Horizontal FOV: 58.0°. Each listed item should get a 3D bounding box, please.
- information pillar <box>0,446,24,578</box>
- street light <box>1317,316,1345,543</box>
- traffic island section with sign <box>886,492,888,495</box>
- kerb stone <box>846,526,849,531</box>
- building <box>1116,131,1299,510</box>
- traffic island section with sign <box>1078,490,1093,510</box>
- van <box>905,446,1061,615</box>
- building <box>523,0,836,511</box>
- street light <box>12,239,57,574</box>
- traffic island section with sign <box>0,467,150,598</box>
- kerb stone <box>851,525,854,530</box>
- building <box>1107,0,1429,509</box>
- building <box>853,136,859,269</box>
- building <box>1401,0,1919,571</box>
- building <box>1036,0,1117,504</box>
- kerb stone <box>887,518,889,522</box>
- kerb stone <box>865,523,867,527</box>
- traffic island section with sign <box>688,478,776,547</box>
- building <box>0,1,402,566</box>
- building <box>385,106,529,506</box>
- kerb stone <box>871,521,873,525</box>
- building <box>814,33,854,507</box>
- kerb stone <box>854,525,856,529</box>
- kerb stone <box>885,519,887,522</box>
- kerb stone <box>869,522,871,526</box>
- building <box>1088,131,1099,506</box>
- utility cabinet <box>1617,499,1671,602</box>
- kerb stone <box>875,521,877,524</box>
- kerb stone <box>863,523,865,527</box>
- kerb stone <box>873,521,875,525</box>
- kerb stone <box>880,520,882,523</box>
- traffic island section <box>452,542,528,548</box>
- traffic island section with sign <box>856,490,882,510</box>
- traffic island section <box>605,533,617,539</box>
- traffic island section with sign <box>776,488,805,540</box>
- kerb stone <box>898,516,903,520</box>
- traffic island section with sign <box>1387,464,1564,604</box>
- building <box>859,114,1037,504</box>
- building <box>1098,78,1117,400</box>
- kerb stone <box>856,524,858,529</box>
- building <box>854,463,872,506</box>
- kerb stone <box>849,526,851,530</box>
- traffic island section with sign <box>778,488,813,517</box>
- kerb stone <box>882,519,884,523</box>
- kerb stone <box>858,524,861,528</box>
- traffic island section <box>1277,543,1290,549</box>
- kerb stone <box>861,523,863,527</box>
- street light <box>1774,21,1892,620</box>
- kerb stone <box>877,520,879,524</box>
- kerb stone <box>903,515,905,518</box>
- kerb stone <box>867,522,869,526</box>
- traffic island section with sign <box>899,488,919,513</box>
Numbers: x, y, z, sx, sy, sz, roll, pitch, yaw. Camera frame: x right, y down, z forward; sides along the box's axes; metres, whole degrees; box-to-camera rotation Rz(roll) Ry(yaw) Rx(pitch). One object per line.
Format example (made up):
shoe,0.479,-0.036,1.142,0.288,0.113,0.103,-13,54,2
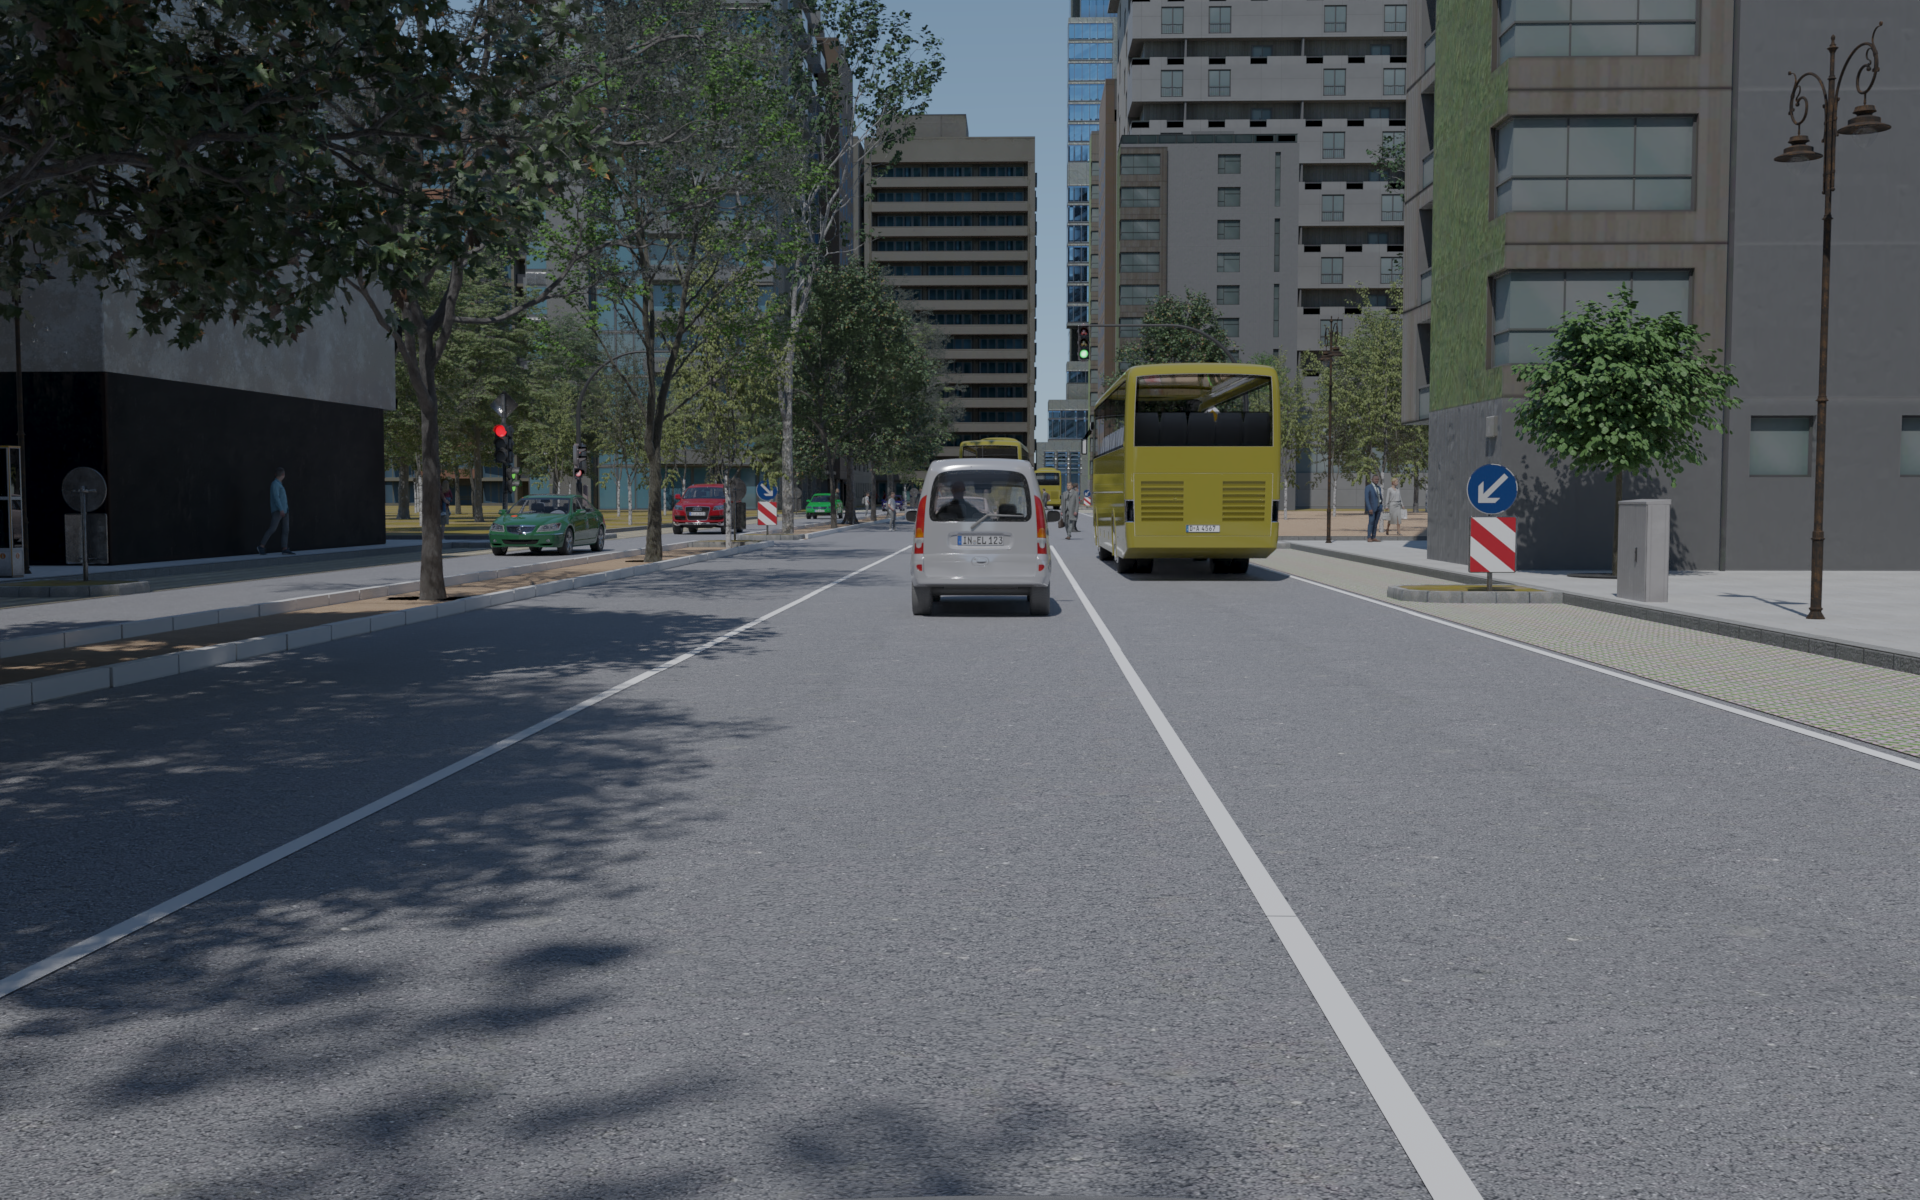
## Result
information pillar,-14.575,-1.346,26.497,0.304,2.012,0.304,0,4,5
street light,9.633,-4.422,45.091,0.468,5.910,1.993,0,4,2
traffic island section with sign,-7.483,-10.713,183.791,1.989,1.847,2.006,0,4,2
kerb stone,-4.518,-2.749,67.158,0.120,0.150,1.000,0,4,2
building,19.722,-22.652,142.057,14.160,30.474,14.107,0,4,2
traffic island section with sign,11.320,-9.022,156.132,1.989,1.847,2.006,0,4,2
van,0.283,-0.907,21.834,2.013,2.044,4.112,0,4,1
building,-23.271,-32.188,145.884,23.786,49.044,30.456,0,4,2
street light,-15.015,-3.355,27.648,0.468,5.910,1.993,0,4,2
traffic island section with sign,-12.809,-0.987,24.770,1.989,1.847,2.006,0,4,2
kerb stone,-4.458,-2.875,69.201,0.120,0.150,1.000,0,4,2
building,28.746,-35.022,161.850,28.713,52.752,27.495,0,4,2
building,-22.622,-36.721,224.083,21.600,48.544,21.300,0,4,2
building,16.290,-21.456,34.409,14.154,41.232,14.086,0,4,2
building,25.361,-55.648,222.509,31.000,86.520,22.319,0,4,2
kerb stone,-3.841,-4.003,87.644,0.120,0.150,1.000,0,4,2
kerb stone,-4.251,-3.250,75.350,0.120,0.150,1.000,0,4,2
traffic island section with sign,-6.236,-2.386,47.155,2.006,1.907,1.989,0,4,2
building,-23.228,-10.489,38.940,16.811,18.784,16.820,0,4,2
building,-54.422,-33.145,196.550,28.867,44.769,22.147,0,4,2
kerb stone,-4.147,-3.439,78.424,0.120,0.150,1.000,0,4,2
building,-17.872,-31.682,168.117,14.600,45.320,14.200,0,4,2
kerb stone,-4.422,-2.933,70.223,0.120,0.150,1.000,0,4,2
kerb stone,-3.869,-3.937,86.622,0.120,0.150,1.000,0,4,2
kerb stone,-4.184,-3.376,77.400,0.120,0.150,1.000,0,4,2
building,21.651,-31.449,197.784,14.154,41.232,14.086,0,4,2
utility cabinet,8.266,-0.601,20.982,0.306,1.237,1.020,0,4,3
kerb stone,-4.077,-3.565,80.477,0.120,0.150,1.000,0,4,2
kerb stone,-4.280,-3.188,74.321,0.120,0.150,1.000,0,4,2
kerb stone,-4.109,-3.502,79.453,0.120,0.150,1.000,0,4,2
kerb stone,-3.978,-3.750,83.555,0.120,0.150,1.000,0,4,2
traffic island section,-12.383,-1.520,47.126,2.009,0.180,2.903,0,4,2
traffic island section with sign,-8.387,-9.063,156.807,1.989,1.847,2.006,0,4,2
traffic island section,-12.116,-2.008,55.106,2.009,0.180,2.903,0,4,2
traffic island section with sign,-5.979,-2.839,54.558,2.006,1.907,1.989,0,4,2
kerb stone,-3.465,-4.691,98.899,0.120,0.150,1.000,0,4,2
traffic island section with sign,6.887,-0.907,23.459,1.989,1.847,2.006,0,4,2
building,-0.935,-36.729,224.225,21.600,48.544,21.300,0,4,2
building,21.894,-32.625,183.527,14.600,45.320,14.200,0,4,2
kerb stone,-4.389,-3.000,71.248,0.120,0.150,1.000,0,4,2
building,-25.365,-21.266,192.739,28.899,21.520,27.650,0,4,2
kerb stone,-4.491,-2.813,68.180,0.120,0.150,1.000,0,4,2
traffic island section with sign,-10.072,-5.994,106.625,1.989,1.847,2.006,0,4,2
kerb stone,-3.940,-3.814,84.576,0.120,0.150,1.000,0,4,2
kerb stone,-4.352,-3.063,72.273,0.120,0.150,1.000,0,4,2
traffic island section,7.647,-1.478,46.454,2.009,0.180,2.903,0,4,2
kerb stone,-4.326,-3.119,73.300,0.120,0.150,1.000,0,4,2
street light,8.786,-2.741,17.607,0.468,5.910,1.993,0,4,2
kerb stone,-4.042,-3.625,81.498,0.120,0.150,1.000,0,4,2
kerb stone,-3.420,-4.753,99.924,0.120,0.150,1.000,0,4,2
kerb stone,-4.209,-3.314,76.371,0.120,0.150,1.000,0,4,2
traffic island section with sign,-3.478,-7.432,129.655,2.006,1.907,1.989,0,4,2
